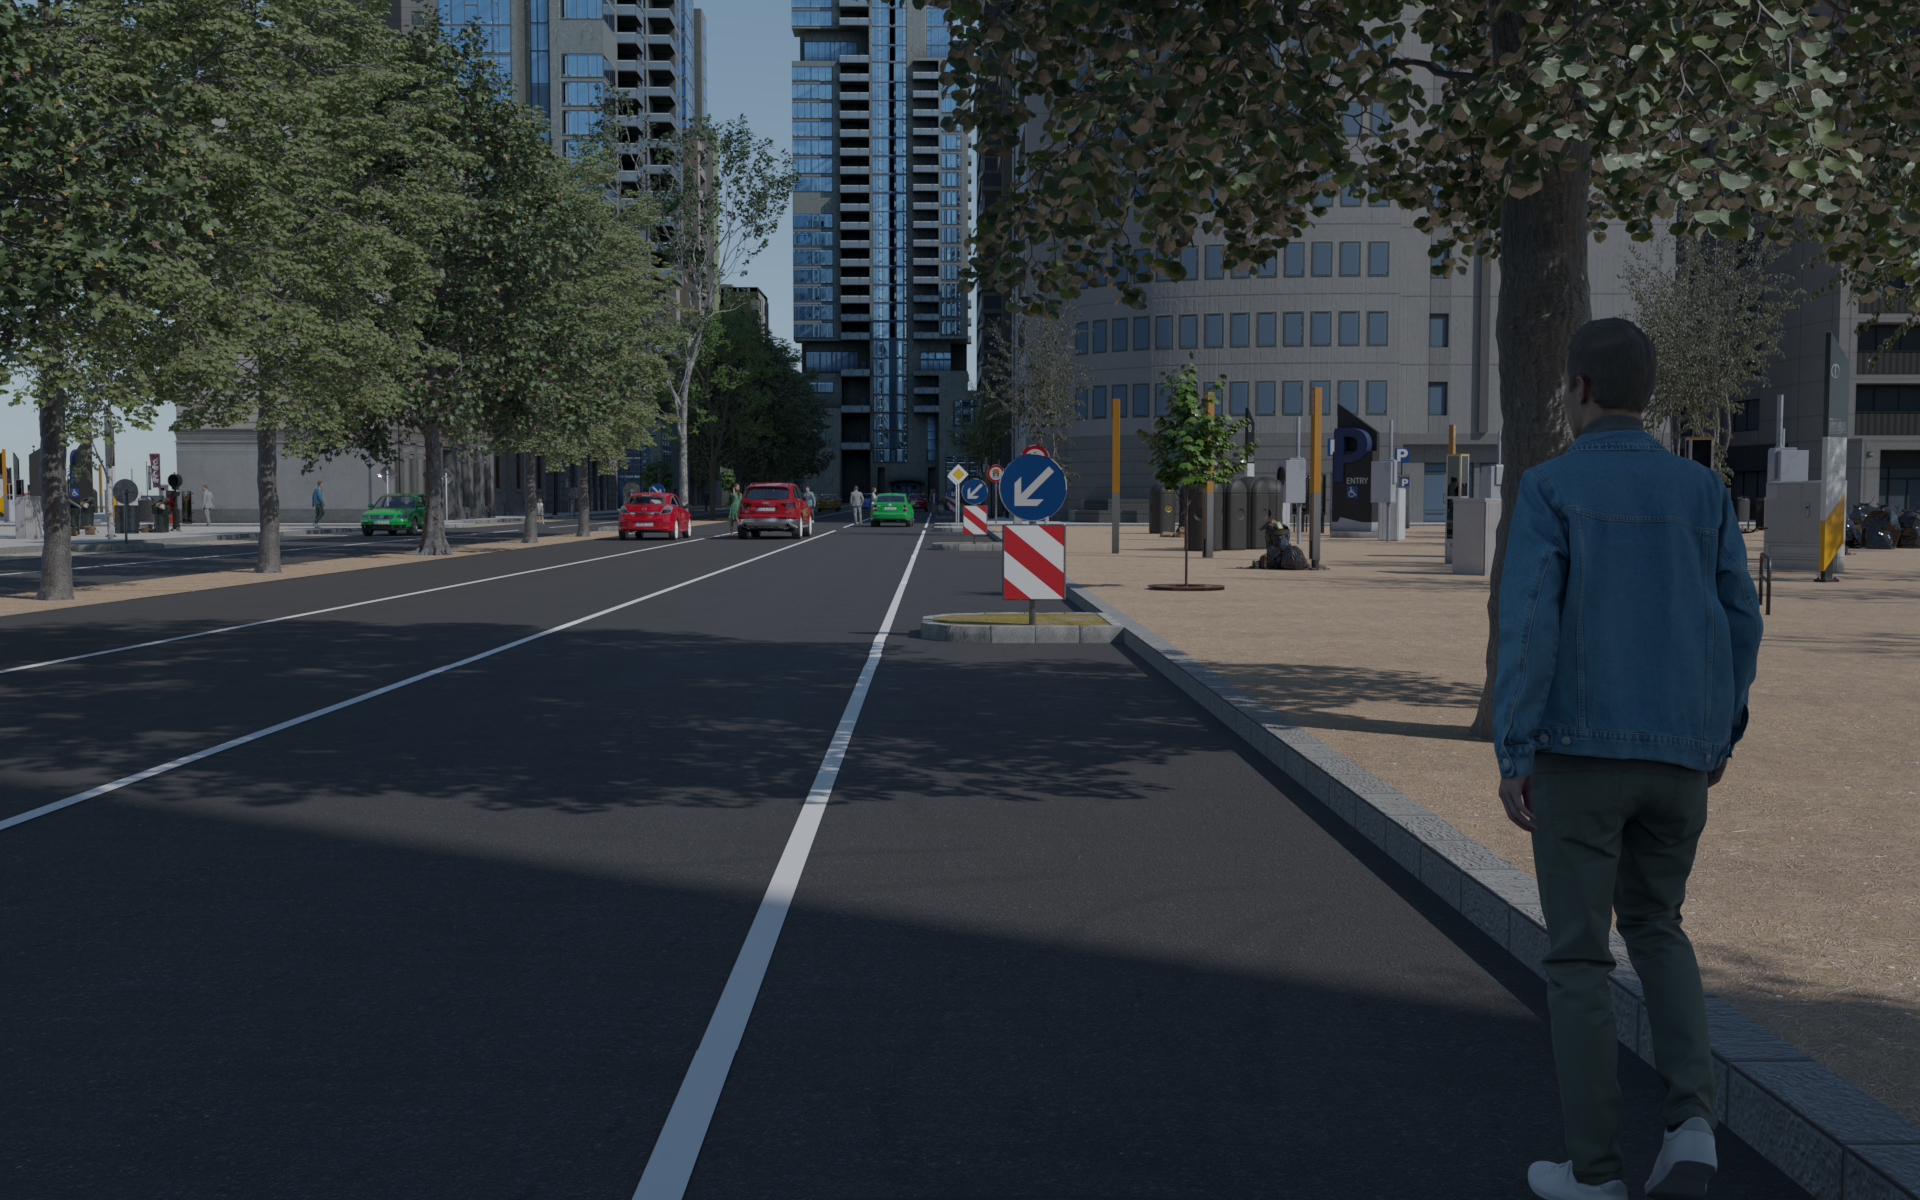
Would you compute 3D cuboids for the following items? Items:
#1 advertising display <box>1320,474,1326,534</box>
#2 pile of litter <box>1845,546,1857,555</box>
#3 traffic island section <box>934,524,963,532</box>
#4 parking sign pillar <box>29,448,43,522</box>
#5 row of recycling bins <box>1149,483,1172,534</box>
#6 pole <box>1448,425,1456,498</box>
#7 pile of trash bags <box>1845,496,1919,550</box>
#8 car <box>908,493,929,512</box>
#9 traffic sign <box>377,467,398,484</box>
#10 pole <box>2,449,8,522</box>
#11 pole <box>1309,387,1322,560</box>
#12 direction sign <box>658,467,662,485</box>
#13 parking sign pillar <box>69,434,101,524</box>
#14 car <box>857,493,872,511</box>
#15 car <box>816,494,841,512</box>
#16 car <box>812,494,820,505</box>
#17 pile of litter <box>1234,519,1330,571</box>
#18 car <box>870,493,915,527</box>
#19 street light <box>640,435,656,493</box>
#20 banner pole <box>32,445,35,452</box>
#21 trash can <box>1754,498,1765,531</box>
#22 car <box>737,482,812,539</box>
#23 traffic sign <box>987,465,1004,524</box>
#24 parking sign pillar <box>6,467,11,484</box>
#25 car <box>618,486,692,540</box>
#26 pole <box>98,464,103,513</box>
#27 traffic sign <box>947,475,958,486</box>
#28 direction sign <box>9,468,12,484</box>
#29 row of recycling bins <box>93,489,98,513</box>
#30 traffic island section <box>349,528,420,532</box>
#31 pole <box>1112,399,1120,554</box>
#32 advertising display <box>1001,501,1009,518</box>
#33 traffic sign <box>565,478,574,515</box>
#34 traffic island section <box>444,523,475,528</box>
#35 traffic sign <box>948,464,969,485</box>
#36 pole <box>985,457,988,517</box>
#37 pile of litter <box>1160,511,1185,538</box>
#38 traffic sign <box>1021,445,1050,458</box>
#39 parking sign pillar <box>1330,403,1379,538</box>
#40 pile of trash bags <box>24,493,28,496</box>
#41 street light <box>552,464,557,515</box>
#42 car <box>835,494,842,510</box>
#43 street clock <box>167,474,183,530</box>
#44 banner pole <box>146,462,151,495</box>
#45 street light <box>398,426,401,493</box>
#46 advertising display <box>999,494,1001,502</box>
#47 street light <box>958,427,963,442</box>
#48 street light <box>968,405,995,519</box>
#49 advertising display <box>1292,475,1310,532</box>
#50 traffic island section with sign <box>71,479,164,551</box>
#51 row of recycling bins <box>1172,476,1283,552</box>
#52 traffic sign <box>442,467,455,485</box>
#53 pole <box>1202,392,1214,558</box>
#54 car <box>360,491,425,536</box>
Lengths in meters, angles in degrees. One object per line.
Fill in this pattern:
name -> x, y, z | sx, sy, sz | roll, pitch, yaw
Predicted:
advertising display -> 11.826, -3.142, 56.587 | 0.123, 1.923, 0.974 | 0, 4, 4
pile of litter -> 18.143, -1.406, 36.951 | 1.176, 0.858, 1.719 | -3, 5, -41
traffic island section -> -0.019, -2.753, 67.288 | 2.009, 0.180, 2.903 | 0, 4, -1
parking sign pillar -> -42.528, -5.629, 80.502 | 1.447, 3.967, 1.447 | -2, 4, -30
row of recycling bins -> 7.866, -2.980, 55.833 | 3.534, 1.692, 1.069 | 0, 4, 7
pole -> 14.447, -3.490, 50.905 | 0.158, 3.312, 0.155 | 0, 3, 0
pile of trash bags -> 22.243, -1.929, 41.290 | 3.447, 1.369, 1.912 | -2, 4, -25
car -> -3.535, -8.179, 142.770 | 2.155, 1.783, 4.494 | 0, 4, 0
traffic sign -> -22.135, -3.961, 66.956 | 0.795, 2.593, 0.064 | 0, 4, -1
pole -> -43.240, -5.172, 78.407 | 0.158, 3.312, 0.155 | 0, 3, 0
pole -> 6.818, -2.408, 33.218 | 0.158, 3.312, 0.155 | 0, 3, 0
direction sign -> -24.796, -9.250, 143.228 | 0.379, 3.537, 0.876 | -2, 4, -29
parking sign pillar -> -37.772, -5.258, 74.447 | 1.447, 3.967, 1.447 | 0, 4, -3
car -> -7.758, -8.244, 144.386 | 1.945, 1.707, 3.694 | 0, 4, 1
car -> -10.811, -8.078, 142.301 | 2.015, 1.641, 3.980 | 0, 4, -3
car -> -17.798, -12.139, 208.699 | 2.015, 1.641, 3.980 | 0, 4, -1
pile of litter -> 5.549, -0.962, 29.692 | 1.176, 0.858, 1.719 | -2, 4, -30
car -> -2.980, -4.150, 76.655 | 1.959, 1.807, 4.718 | 0, 4, 1
street light -> -24.495, -9.990, 135.879 | 1.470, 5.913, 1.316 | 0, 4, -1
banner pole -> -47.342, -6.057, 89.051 | 0.401, 3.779, 0.863 | 2, 4, 35
trash can -> 28.323, -3.013, 60.923 | 0.748, 1.137, 0.748 | 0, 3, 0
car -> -6.032, -2.930, 56.581 | 2.281, 1.827, 5.304 | 0, 4, 0
traffic sign -> 1.561, -4.583, 75.041 | 0.768, 2.556, 0.104 | 0, 4, 7
parking sign pillar -> -74.934, -9.000, 135.622 | 1.447, 3.967, 1.447 | 1, 4, 21
car -> -9.679, -2.820, 55.145 | 2.155, 1.783, 4.494 | 0, 4, 0
pole -> -59.048, -7.656, 119.016 | 0.158, 3.312, 0.155 | 0, 3, 0
traffic sign -> -0.140, -4.465, 75.190 | 0.795, 2.593, 0.064 | 0, 4, -1
direction sign -> -81.276, -9.540, 147.978 | 0.876, 3.537, 0.379 | 2, 4, 28
row of recycling bins -> -59.206, -6.597, 114.977 | 3.534, 1.692, 1.069 | -2, 4, -33
traffic island section -> -22.158, -2.737, 67.023 | 2.009, 0.180, 2.903 | 0, 4, -1
pole -> 3.351, -2.653, 37.217 | 0.158, 3.312, 0.155 | 0, 3, 0
advertising display -> 2.505, -5.345, 92.608 | 0.123, 1.923, 0.974 | -1, 4, -11
traffic sign -> -24.302, -6.467, 107.871 | 0.606, 2.300, 0.079 | 1, 4, 8
traffic island section -> -22.256, -3.225, 75.007 | 2.009, 0.180, 2.903 | 0, 4, -1
traffic sign -> -0.042, -3.976, 67.205 | 0.795, 2.593, 0.064 | 0, 4, -1
pole -> 1.446, -6.221, 95.549 | 0.158, 3.312, 0.155 | 0, 3, 0
pile of litter -> 6.557, -2.287, 51.356 | 1.176, 0.858, 1.719 | 0, 4, -7
traffic sign -> 1.946, -2.740, 44.908 | 0.768, 2.556, 0.104 | 0, 4, 7
parking sign pillar -> 11.641, -3.823, 50.976 | 1.447, 3.967, 1.447 | 3, 5, 40
pile of trash bags -> -65.974, -7.030, 124.688 | 3.447, 1.369, 1.912 | 0, 4, 6
street light -> -24.037, -8.094, 104.880 | 1.470, 5.913, 1.316 | 0, 4, -1
car -> -11.677, -8.962, 156.754 | 2.015, 1.641, 3.980 | 0, 4, -2
street clock -> -28.301, -3.542, 62.490 | 0.471, 2.002, 0.358 | 1, 4, 15
banner pole -> -63.024, -8.839, 134.538 | 0.863, 3.779, 0.401 | 3, 4, 38
street light -> -23.665, -6.251, 74.746 | 1.470, 5.913, 1.316 | 0, 4, -1
advertising display -> 2.349, -5.744, 99.129 | 0.123, 1.923, 0.974 | 1, 4, 22
street light -> 0.753, -9.030, 120.183 | 1.470, 5.913, 1.316 | 0, 4, -1
street light -> 1.099, -7.187, 90.049 | 1.470, 5.913, 1.316 | 0, 4, -1
advertising display -> 11.461, -3.244, 58.260 | 0.123, 1.923, 0.974 | -1, 4, -18
traffic island section with sign -> -21.555, -2.179, 44.257 | 1.989, 1.847, 2.006 | 0, 4, -1
row of recycling bins -> 6.396, -2.011, 39.994 | 1.069, 1.692, 3.534 | 3, 5, 40
traffic sign -> -22.233, -4.450, 74.941 | 0.795, 2.593, 0.064 | 0, 4, -1
pole -> 4.985, -2.502, 34.756 | 0.158, 3.312, 0.155 | 0, 3, 0
car -> -19.593, -3.180, 60.782 | 1.959, 1.807, 4.718 | 0, 4, -1
